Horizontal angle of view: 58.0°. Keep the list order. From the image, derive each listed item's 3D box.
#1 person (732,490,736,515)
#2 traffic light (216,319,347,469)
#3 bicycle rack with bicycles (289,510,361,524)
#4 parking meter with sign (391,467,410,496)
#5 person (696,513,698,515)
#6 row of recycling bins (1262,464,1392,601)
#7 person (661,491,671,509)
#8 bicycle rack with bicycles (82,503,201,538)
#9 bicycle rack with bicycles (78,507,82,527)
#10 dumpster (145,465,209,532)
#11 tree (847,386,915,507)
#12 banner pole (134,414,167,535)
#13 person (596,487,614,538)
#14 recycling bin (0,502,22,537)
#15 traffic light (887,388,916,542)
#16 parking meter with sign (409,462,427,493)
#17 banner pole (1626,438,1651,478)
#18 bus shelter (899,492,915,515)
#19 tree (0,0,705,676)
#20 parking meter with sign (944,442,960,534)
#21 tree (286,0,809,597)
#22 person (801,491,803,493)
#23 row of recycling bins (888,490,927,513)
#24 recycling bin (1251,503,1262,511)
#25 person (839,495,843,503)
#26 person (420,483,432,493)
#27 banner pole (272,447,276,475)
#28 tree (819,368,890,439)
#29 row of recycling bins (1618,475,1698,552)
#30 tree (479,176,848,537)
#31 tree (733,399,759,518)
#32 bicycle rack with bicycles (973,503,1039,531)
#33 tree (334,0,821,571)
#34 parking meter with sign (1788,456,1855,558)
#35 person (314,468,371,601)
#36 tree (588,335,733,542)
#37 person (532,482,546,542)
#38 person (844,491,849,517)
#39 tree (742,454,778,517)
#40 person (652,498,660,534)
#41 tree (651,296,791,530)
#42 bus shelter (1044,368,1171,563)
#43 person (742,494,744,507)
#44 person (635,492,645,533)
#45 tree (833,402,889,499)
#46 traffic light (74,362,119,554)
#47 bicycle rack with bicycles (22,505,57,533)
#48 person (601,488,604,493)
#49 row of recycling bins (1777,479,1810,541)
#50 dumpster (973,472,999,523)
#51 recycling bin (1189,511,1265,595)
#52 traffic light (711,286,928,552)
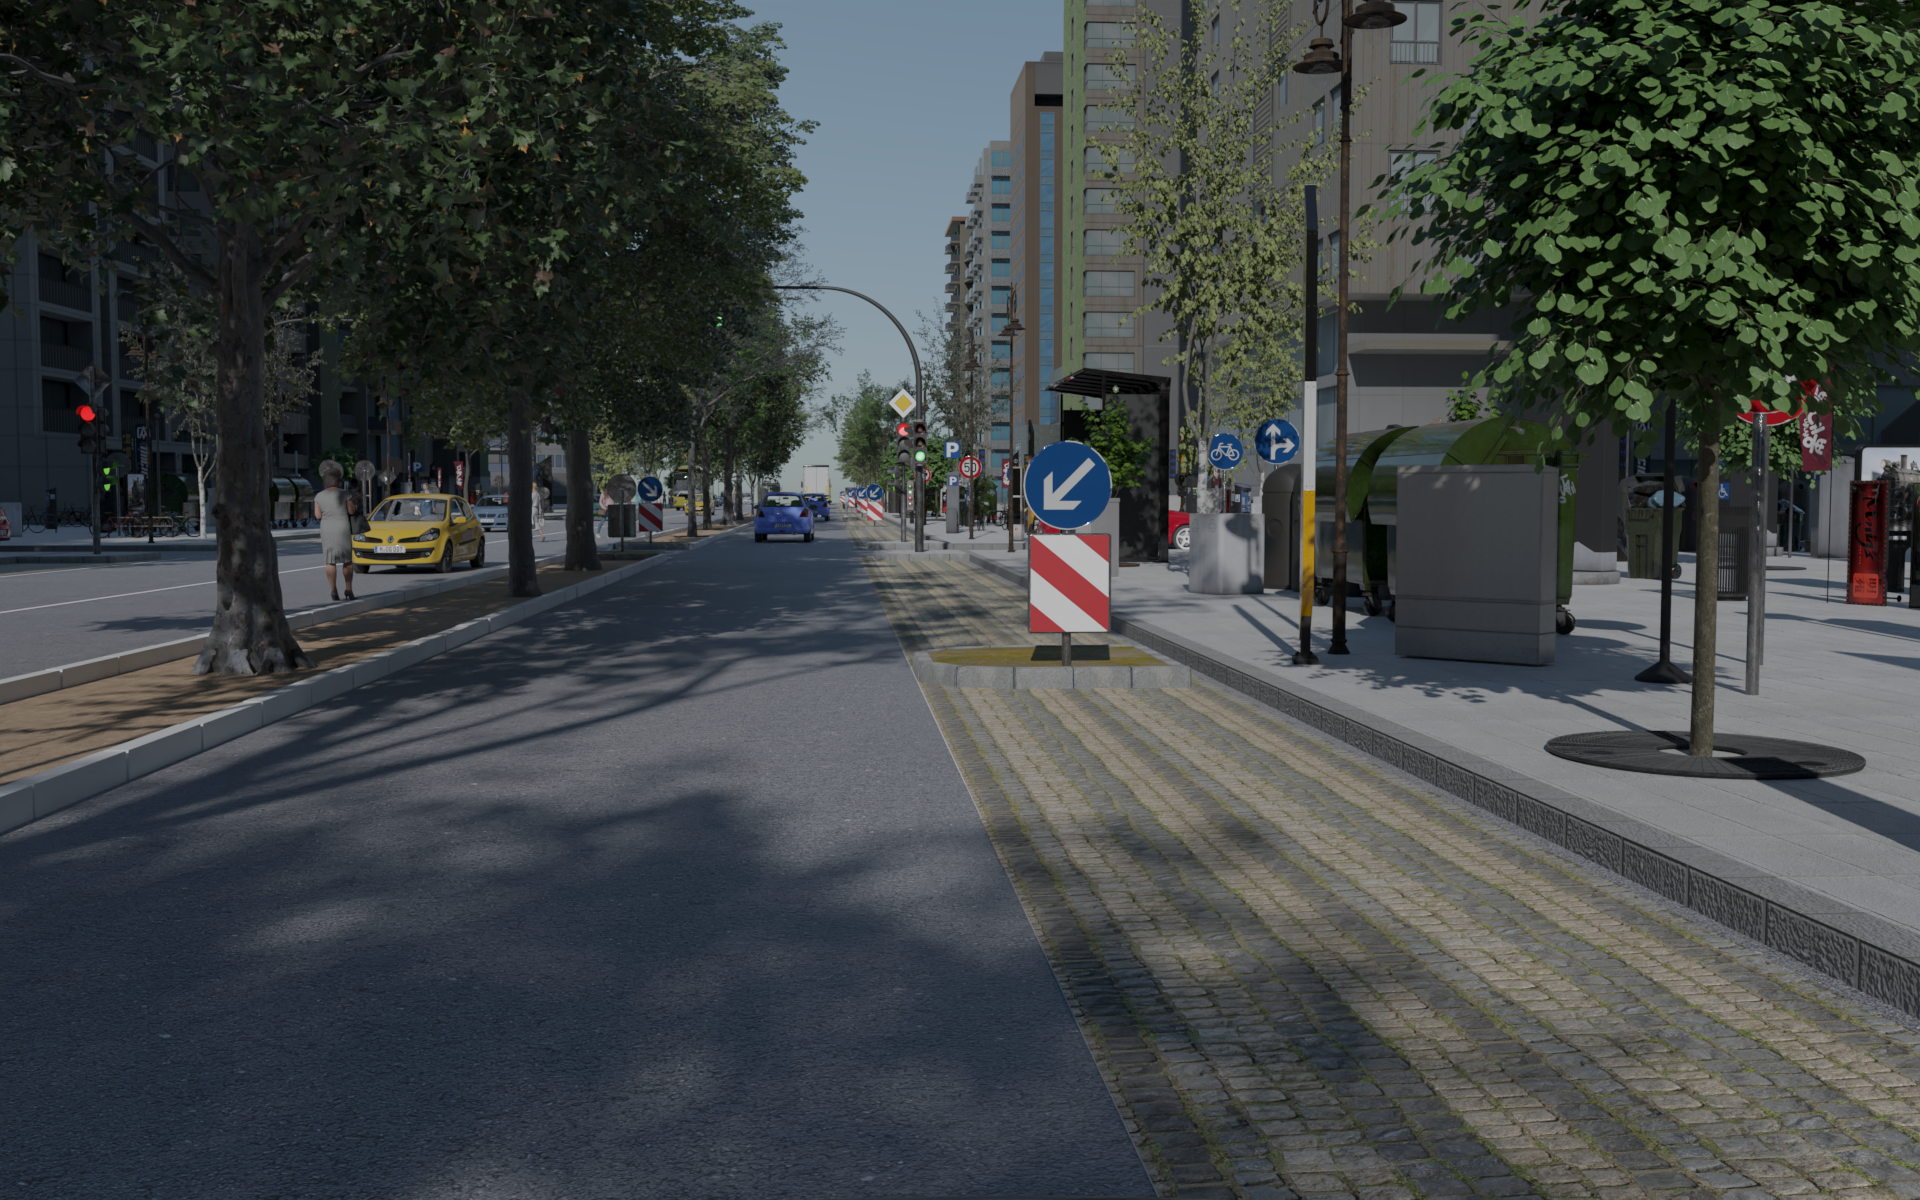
[{"bbox_3d":[-15.146,-6.658,117.544,0.709,1.800,0.728,-1,4,-23],"label":"person"},{"bbox_3d":[-16.906,-4.300,44.975,4.771,5.953,1.251,0,4,-4],"label":"traffic light"},{"bbox_3d":[-26.600,-3.652,73.084,2.925,0.926,2.852,3,5,44],"label":"bicycle rack with bicycles"},{"bbox_3d":[-35.229,-6.970,110.224,1.738,3.016,0.543,-1,4,-14],"label":"parking meter with sign"},{"bbox_3d":[-18.220,-6.624,118.617,0.589,1.601,0.330,1,4,15],"label":"person"},{"bbox_3d":[4.983,-0.925,22.243,1.069,1.692,3.534,-1,4,-21],"label":"row of recycling bins"},{"bbox_3d":[-28.309,-9.588,165.979,1.217,1.735,0.721,-2,4,-24],"label":"person"},{"bbox_3d":[-23.889,-2.319,51.297,2.925,0.926,2.852,-1,4,-10],"label":"bicycle rack with bicycles"},{"bbox_3d":[-34.471,-3.326,67.764,2.925,0.926,2.852,-2,4,-32],"label":"bicycle rack with bicycles"},{"bbox_3d":[-26.559,-3.435,58.657,1.502,2.255,1.985,0,4,-4],"label":"dumpster"},{"bbox_3d":[-7.291,-14.706,166.200,9.928,11.665,9.643,0,3,0],"label":"tree"},{"bbox_3d":[-25.205,-3.909,53.928,0.863,3.779,0.401,-1,4,-19],"label":"banner pole"},{"bbox_3d":[-11.578,-2.899,56.493,0.643,1.750,0.593,3,5,45],"label":"person"},{"bbox_3d":[-28.590,-2.398,51.761,0.722,1.027,0.722,1,4,19],"label":"recycling bin"},{"bbox_3d":[-1.524,-3.498,46.107,0.839,4.253,0.868,0,4,-4],"label":"traffic light"},{"bbox_3d":[-28.949,-5.921,93.073,0.543,3.016,1.738,-2,4,-31],"label":"parking meter with sign"},{"bbox_3d":[19.308,-3.638,49.490,0.863,3.779,0.401,1,4,21],"label":"banner pole"},{"bbox_3d":[-3.104,-6.985,105.492,1.731,3.624,6.357,0,4,-4],"label":"bus shelter"},{"bbox_3d":[-5.767,-5.756,13.583,9.611,12.733,9.660,0,3,0],"label":"tree"},{"bbox_3d":[-0.255,-3.705,56.840,0.543,3.016,1.738,0,3,0],"label":"parking meter with sign"},{"bbox_3d":[-5.945,-6.283,23.320,7.486,12.596,7.792,0,3,0],"label":"tree"},{"bbox_3d":[-14.751,-9.313,161.700,0.436,1.711,0.756,-3,5,-40],"label":"person"},{"bbox_3d":[-3.529,-6.657,115.953,1.069,1.692,3.534,-3,5,-44],"label":"row of recycling bins"},{"bbox_3d":[8.189,-2.124,47.279,0.722,1.027,0.722,-1,4,-10],"label":"recycling bin"},{"bbox_3d":[-18.217,-15.952,269.274,1.348,1.831,0.705,2,4,34],"label":"person"},{"bbox_3d":[-18.741,-3.199,60.828,0.581,1.822,0.654,-1,4,-15],"label":"person"},{"bbox_3d":[-36.722,-6.288,92.829,0.401,3.779,0.863,-2,4,-29],"label":"banner pole"},{"bbox_3d":[-15.428,-24.942,263.687,12.611,20.169,13.585,0,3,0],"label":"tree"},{"bbox_3d":[15.774,-1.918,38.475,3.534,1.692,1.069,-3,4,-37],"label":"row of recycling bins"},{"bbox_3d":[-8.934,-8.833,57.245,12.009,13.543,11.850,0,3,0],"label":"tree"},{"bbox_3d":[-11.625,-8.188,86.695,4.737,8.622,4.395,0,3,0],"label":"tree"},{"bbox_3d":[1.404,-2.864,60.211,2.852,0.926,2.925,0,4,1],"label":"bicycle rack with bicycles"},{"bbox_3d":[-7.061,-7.514,31.973,9.857,13.997,8.962,0,3,0],"label":"tree"},{"bbox_3d":[17.511,-2.350,34.677,1.738,3.016,0.543,0,4,5],"label":"parking meter with sign"},{"bbox_3d":[-8.293,-0.886,23.342,0.716,1.782,0.532,0,4,-5],"label":"person"},{"bbox_3d":[-8.811,-5.848,48.438,4.737,8.622,4.395,0,3,0],"label":"tree"},{"bbox_3d":[-12.603,-2.594,51.262,0.624,1.780,0.694,2,4,28],"label":"person"},{"bbox_3d":[-7.024,-5.923,107.146,0.330,1.601,0.589,0,4,5],"label":"person"},{"bbox_3d":[-12.829,-9.423,106.887,4.360,8.622,3.978,0,3,0],"label":"tree"},{"bbox_3d":[-10.981,-3.250,62.308,0.731,1.740,0.598,2,4,27],"label":"person"},{"bbox_3d":[-10.213,-8.609,68.964,9.928,11.665,9.643,0,3,0],"label":"tree"},{"bbox_3d":[2.932,-2.696,35.365,1.731,3.624,6.357,0,4,-4],"label":"bus shelter"},{"bbox_3d":[-24.175,-11.198,191.678,0.705,1.812,1.348,1,4,11],"label":"person"},{"bbox_3d":[-11.840,-3.383,63.676,0.748,1.841,0.638,0,4,-3],"label":"person"},{"bbox_3d":[-12.277,-18.086,213.840,7.486,12.596,7.792,0,3,0],"label":"tree"},{"bbox_3d":[-18.387,-2.930,36.822,0.839,4.253,0.868,0,4,-4],"label":"traffic light"},{"bbox_3d":[-31.231,-2.651,56.728,2.852,0.926,2.925,2,4,29],"label":"bicycle rack with bicycles"},{"bbox_3d":[-23.024,-6.245,110.872,0.573,1.790,0.520,-2,4,-28],"label":"person"},{"bbox_3d":[21.660,-2.512,48.176,3.534,1.692,1.069,1,4,16],"label":"row of recycling bins"},{"bbox_3d":[0.884,-4.464,75.484,1.502,2.255,1.985,0,4,-4],"label":"dumpster"},{"bbox_3d":[3.446,-0.602,22.394,0.722,1.027,0.722,-2,4,-27],"label":"recycling bin"},{"bbox_3d":[-3.006,-3.864,37.847,4.771,5.953,1.251,0,4,-4],"label":"traffic light"}]
